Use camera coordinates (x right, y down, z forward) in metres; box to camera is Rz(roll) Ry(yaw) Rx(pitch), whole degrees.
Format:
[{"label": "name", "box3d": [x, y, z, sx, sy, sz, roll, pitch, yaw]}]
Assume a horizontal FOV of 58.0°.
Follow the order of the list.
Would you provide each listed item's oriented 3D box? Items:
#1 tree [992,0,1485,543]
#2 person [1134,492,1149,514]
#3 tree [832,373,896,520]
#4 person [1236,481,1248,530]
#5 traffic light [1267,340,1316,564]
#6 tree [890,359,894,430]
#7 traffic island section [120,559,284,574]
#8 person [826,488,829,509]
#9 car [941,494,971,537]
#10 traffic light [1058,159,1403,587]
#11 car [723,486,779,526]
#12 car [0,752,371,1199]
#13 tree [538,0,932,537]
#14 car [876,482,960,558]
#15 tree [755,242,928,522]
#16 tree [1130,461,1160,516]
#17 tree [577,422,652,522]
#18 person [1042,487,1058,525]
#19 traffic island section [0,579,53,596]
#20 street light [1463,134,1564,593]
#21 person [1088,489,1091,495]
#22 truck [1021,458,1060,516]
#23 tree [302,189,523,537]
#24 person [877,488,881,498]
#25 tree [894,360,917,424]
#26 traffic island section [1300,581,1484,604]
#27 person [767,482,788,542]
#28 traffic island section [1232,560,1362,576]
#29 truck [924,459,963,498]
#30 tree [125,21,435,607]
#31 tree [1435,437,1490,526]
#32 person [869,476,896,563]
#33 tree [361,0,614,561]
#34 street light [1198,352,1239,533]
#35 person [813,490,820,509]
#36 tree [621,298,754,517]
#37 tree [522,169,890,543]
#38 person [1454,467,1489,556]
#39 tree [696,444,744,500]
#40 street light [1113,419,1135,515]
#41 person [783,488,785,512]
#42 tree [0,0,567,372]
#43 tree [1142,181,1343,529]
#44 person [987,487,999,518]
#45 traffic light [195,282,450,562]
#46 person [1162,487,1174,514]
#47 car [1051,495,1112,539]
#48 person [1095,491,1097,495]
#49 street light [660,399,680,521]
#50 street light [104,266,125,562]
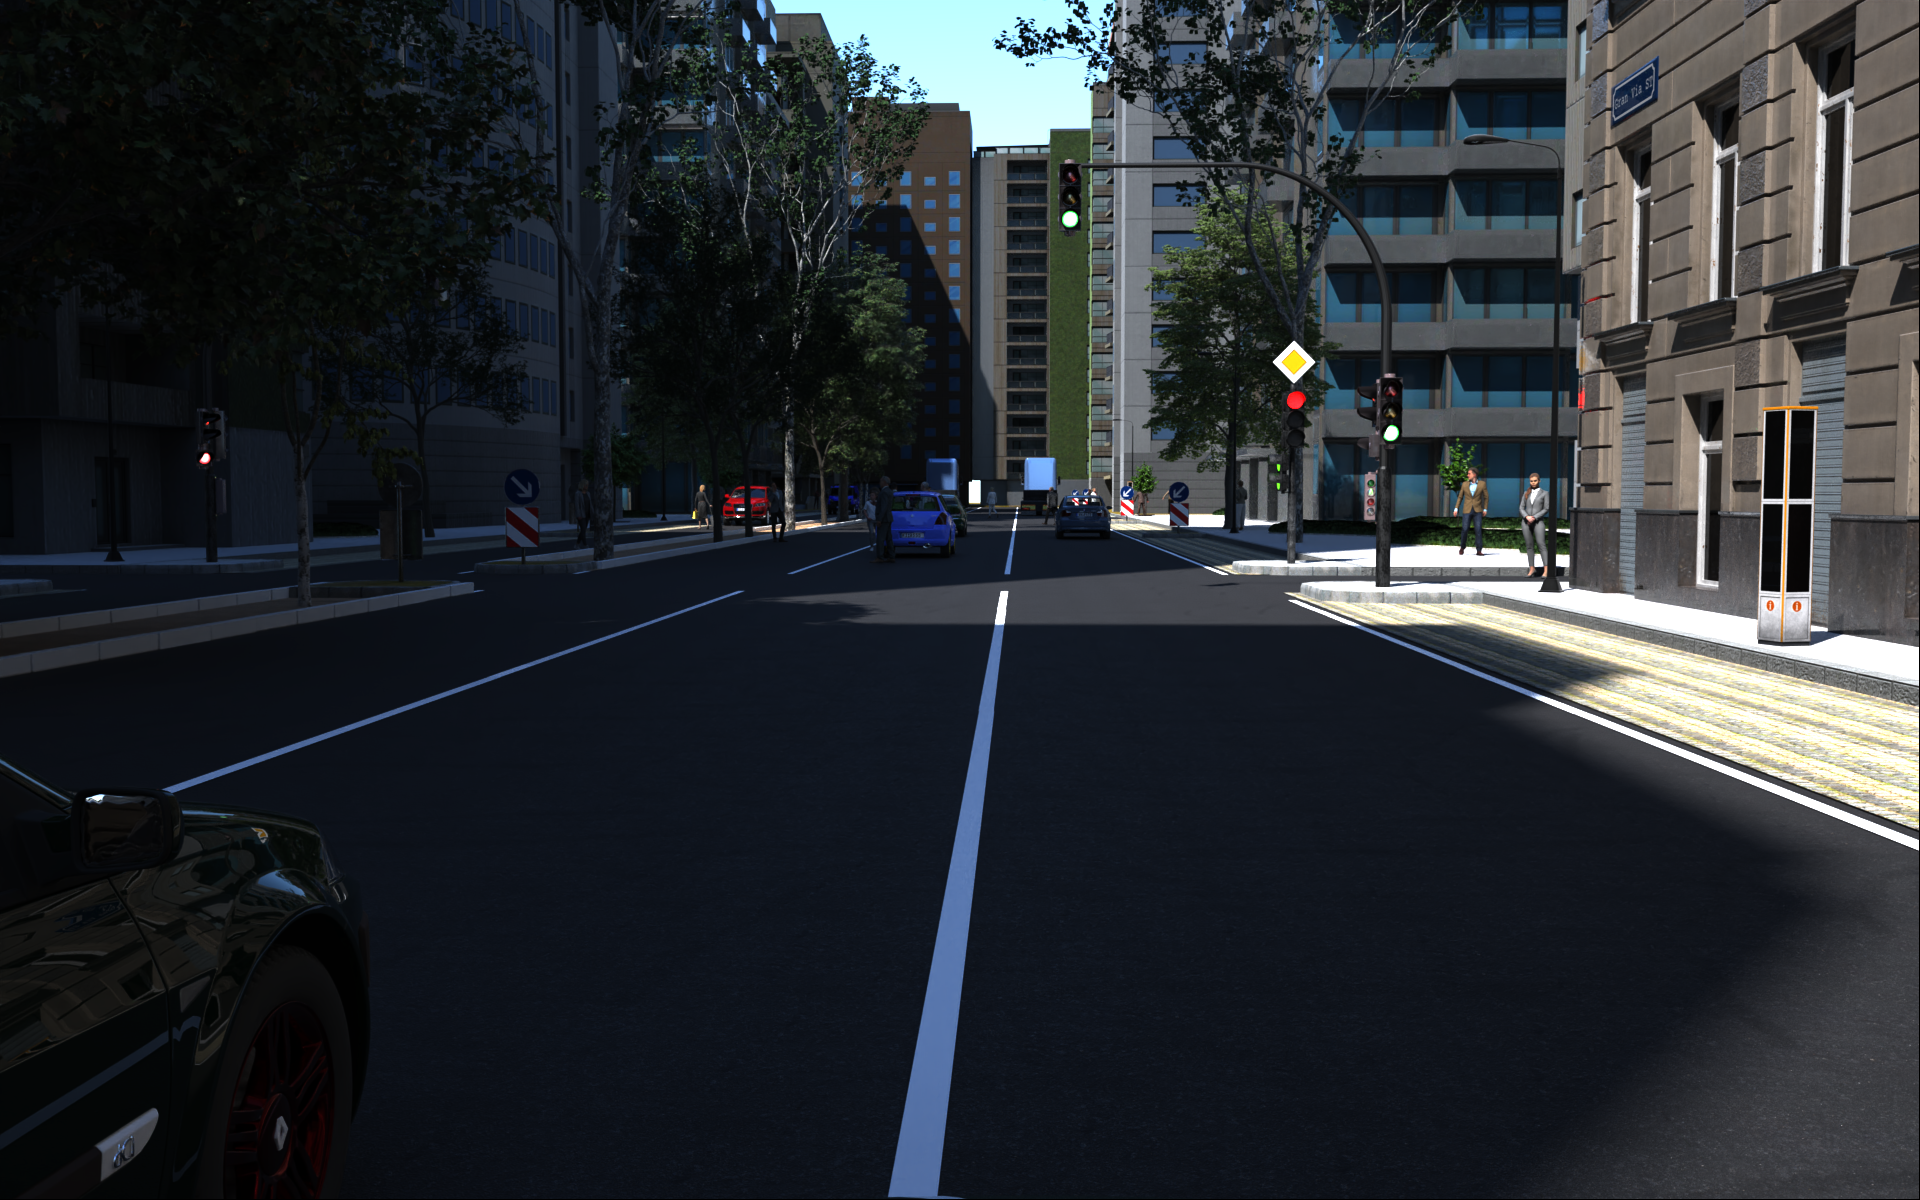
[{"label": "tree", "box3d": [7.646, -11.627, 45.993, 12.611, 20.169, 13.585, 0, 3, 0]}, {"label": "person", "box3d": [11.367, -6.248, 108.750, 0.990, 1.755, 0.434, 0, 4, -8]}, {"label": "tree", "box3d": [-5.440, -9.042, 100.651, 4.360, 8.622, 3.978, 0, 3, 0]}, {"label": "person", "box3d": [9.860, -3.327, 60.992, 0.519, 1.759, 0.362, -2, 4, -34]}, {"label": "traffic light", "box3d": [6.086, -2.623, 31.800, 0.839, 4.253, 0.868, 0, 4, 2]}, {"label": "tree", "box3d": [-6.934, -7.365, 57.291, 8.767, 10.594, 7.601, 0, 4, 2]}, {"label": "traffic island section", "box3d": [-14.104, -0.632, 32.613, 2.009, 0.180, 2.903, 0, 4, 2]}, {"label": "person", "box3d": [-11.644, -8.976, 152.891, 0.705, 1.814, 1.350, 0, 4, 2]}, {"label": "car", "box3d": [-0.695, -2.912, 59.416, 2.131, 1.459, 4.920, 0, 4, 1]}, {"label": "traffic light", "box3d": [3.717, -3.002, 23.750, 4.771, 5.953, 1.251, 0, 4, 2]}, {"label": "car", "box3d": [-9.598, -4.356, 79.889, 2.281, 1.827, 5.304, 0, 4, 2]}, {"label": "car", "box3d": [-2.053, 0.488, 1.801, 2.009, 1.686, 4.222, 0, 4, 2]}, {"label": "tree", "box3d": [-7.784, -12.793, 67.516, 12.611, 20.169, 13.585, 0, 3, 0]}, {"label": "car", "box3d": [-0.994, -1.878, 40.289, 1.945, 1.707, 3.694, 0, 4, 2]}, {"label": "tree", "box3d": [-6.005, -10.953, 88.198, 9.857, 13.997, 8.962, 0, 3, 0]}, {"label": "tree", "box3d": [11.328, -6.730, 104.643, 1.663, 3.219, 1.824, 0, 3, 0]}, {"label": "tree", "box3d": [-15.727, -5.814, 78.778, 4.285, 4.588, 4.351, 0, 3, 0]}, {"label": "person", "box3d": [4.216, -4.401, 80.849, 0.834, 1.777, 0.661, 3, 5, 43]}, {"label": "traffic island section", "box3d": [-14.379, -0.144, 24.632, 2.009, 0.180, 2.903, 0, 4, 2]}, {"label": "street light", "box3d": [7.200, -3.057, 22.521, 1.470, 5.913, 1.316, 0, 4, 2]}, {"label": "person", "box3d": [9.781, -7.480, 130.936, 0.705, 1.807, 1.348, 3, 5, 40]}, {"label": "truck", "box3d": [5.670, -8.127, 122.633, 2.967, 4.110, 18.799, 0, 4, 3]}, {"label": "tree", "box3d": [-16.071, -7.135, 51.074, 7.601, 10.594, 8.767, 0, 4, -1]}, {"label": "person", "box3d": [-5.127, -6.238, 110.451, 1.348, 1.831, 0.705, 0, 4, 0]}, {"label": "tree", "box3d": [-6.062, -8.628, 77.942, 8.767, 10.594, 7.601, 0, 4, 2]}, {"label": "traffic island section", "box3d": [5.850, -0.101, 23.932, 2.009, 0.180, 2.903, 0, 4, 2]}, {"label": "person", "box3d": [-5.450, -2.630, 51.685, 0.592, 1.802, 0.473, -1, 4, -17]}, {"label": "traffic island section", "box3d": [6.125, -0.589, 31.913, 2.009, 0.180, 2.903, 0, 4, 2]}, {"label": "truck", "box3d": [-1.610, -8.278, 125.105, 2.967, 4.110, 18.799, 0, 4, 2]}, {"label": "tree", "box3d": [-8.276, -4.198, 21.457, 4.737, 8.622, 4.395, 0, 3, 0]}, {"label": "tree", "box3d": [16.959, -3.948, 59.158, 1.663, 3.219, 1.824, 0, 3, 0]}, {"label": "person", "box3d": [-1.648, -1.680, 36.146, 0.590, 1.801, 0.661, 1, 4, 11]}, {"label": "tree", "box3d": [-8.806, -10.947, 37.334, 12.611, 20.169, 13.585, 0, 3, 0]}, {"label": "street light", "box3d": [8.446, -5.142, 56.608, 1.470, 5.913, 1.316, 0, 4, 2]}, {"label": "person", "box3d": [-12.101, -8.467, 145.943, 0.415, 1.643, 0.593, 3, 5, 42]}, {"label": "tree", "box3d": [-15.096, -10.849, 95.509, 7.486, 12.596, 7.792, 0, 3, 0]}, {"label": "tree", "box3d": [-6.705, -6.817, 48.334, 8.767, 10.594, 7.601, 0, 4, 2]}, {"label": "person", "box3d": [10.683, -1.852, 36.229, 0.656, 1.842, 0.836, -1, 4, -11]}, {"label": "tree", "box3d": [-14.444, -7.413, 104.910, 4.285, 4.588, 4.351, 0, 3, 0]}, {"label": "street light", "box3d": [10.103, -8.215, 106.853, 1.470, 5.913, 1.316, 0, 4, 2]}, {"label": "person", "box3d": [-12.688, -7.218, 124.854, 0.445, 1.727, 0.742, -1, 4, -21]}, {"label": "tree", "box3d": [-8.532, -5.787, 14.077, 9.611, 12.733, 9.660, 0, 3, 0]}, {"label": "tree", "box3d": [10.303, -8.892, 63.505, 7.486, 12.596, 7.792, 0, 3, 0]}, {"label": "person", "box3d": [1.918, -5.703, 101.618, 0.818, 1.842, 0.514, 3, 5, 44]}, {"label": "traffic light", "box3d": [-11.971, -3.533, 32.440, 4.771, 5.953, 1.251, 0, 4, 2]}, {"label": "person", "box3d": [13.630, -6.462, 111.703, 1.348, 1.823, 0.705, -1, 4, -21]}, {"label": "car", "box3d": [3.996, -2.728, 56.604, 2.014, 1.417, 4.499, 0, 4, 2]}, {"label": "person", "box3d": [12.580, -9.510, 163.004, 0.593, 1.643, 0.415, 0, 4, 1]}, {"label": "street light", "box3d": [-13.750, -6.780, 83.392, 1.470, 5.913, 1.316, 0, 4, 2]}, {"label": "street light", "box3d": [-15.583, -3.686, 32.814, 1.470, 5.913, 1.316, 0, 4, 2]}]
